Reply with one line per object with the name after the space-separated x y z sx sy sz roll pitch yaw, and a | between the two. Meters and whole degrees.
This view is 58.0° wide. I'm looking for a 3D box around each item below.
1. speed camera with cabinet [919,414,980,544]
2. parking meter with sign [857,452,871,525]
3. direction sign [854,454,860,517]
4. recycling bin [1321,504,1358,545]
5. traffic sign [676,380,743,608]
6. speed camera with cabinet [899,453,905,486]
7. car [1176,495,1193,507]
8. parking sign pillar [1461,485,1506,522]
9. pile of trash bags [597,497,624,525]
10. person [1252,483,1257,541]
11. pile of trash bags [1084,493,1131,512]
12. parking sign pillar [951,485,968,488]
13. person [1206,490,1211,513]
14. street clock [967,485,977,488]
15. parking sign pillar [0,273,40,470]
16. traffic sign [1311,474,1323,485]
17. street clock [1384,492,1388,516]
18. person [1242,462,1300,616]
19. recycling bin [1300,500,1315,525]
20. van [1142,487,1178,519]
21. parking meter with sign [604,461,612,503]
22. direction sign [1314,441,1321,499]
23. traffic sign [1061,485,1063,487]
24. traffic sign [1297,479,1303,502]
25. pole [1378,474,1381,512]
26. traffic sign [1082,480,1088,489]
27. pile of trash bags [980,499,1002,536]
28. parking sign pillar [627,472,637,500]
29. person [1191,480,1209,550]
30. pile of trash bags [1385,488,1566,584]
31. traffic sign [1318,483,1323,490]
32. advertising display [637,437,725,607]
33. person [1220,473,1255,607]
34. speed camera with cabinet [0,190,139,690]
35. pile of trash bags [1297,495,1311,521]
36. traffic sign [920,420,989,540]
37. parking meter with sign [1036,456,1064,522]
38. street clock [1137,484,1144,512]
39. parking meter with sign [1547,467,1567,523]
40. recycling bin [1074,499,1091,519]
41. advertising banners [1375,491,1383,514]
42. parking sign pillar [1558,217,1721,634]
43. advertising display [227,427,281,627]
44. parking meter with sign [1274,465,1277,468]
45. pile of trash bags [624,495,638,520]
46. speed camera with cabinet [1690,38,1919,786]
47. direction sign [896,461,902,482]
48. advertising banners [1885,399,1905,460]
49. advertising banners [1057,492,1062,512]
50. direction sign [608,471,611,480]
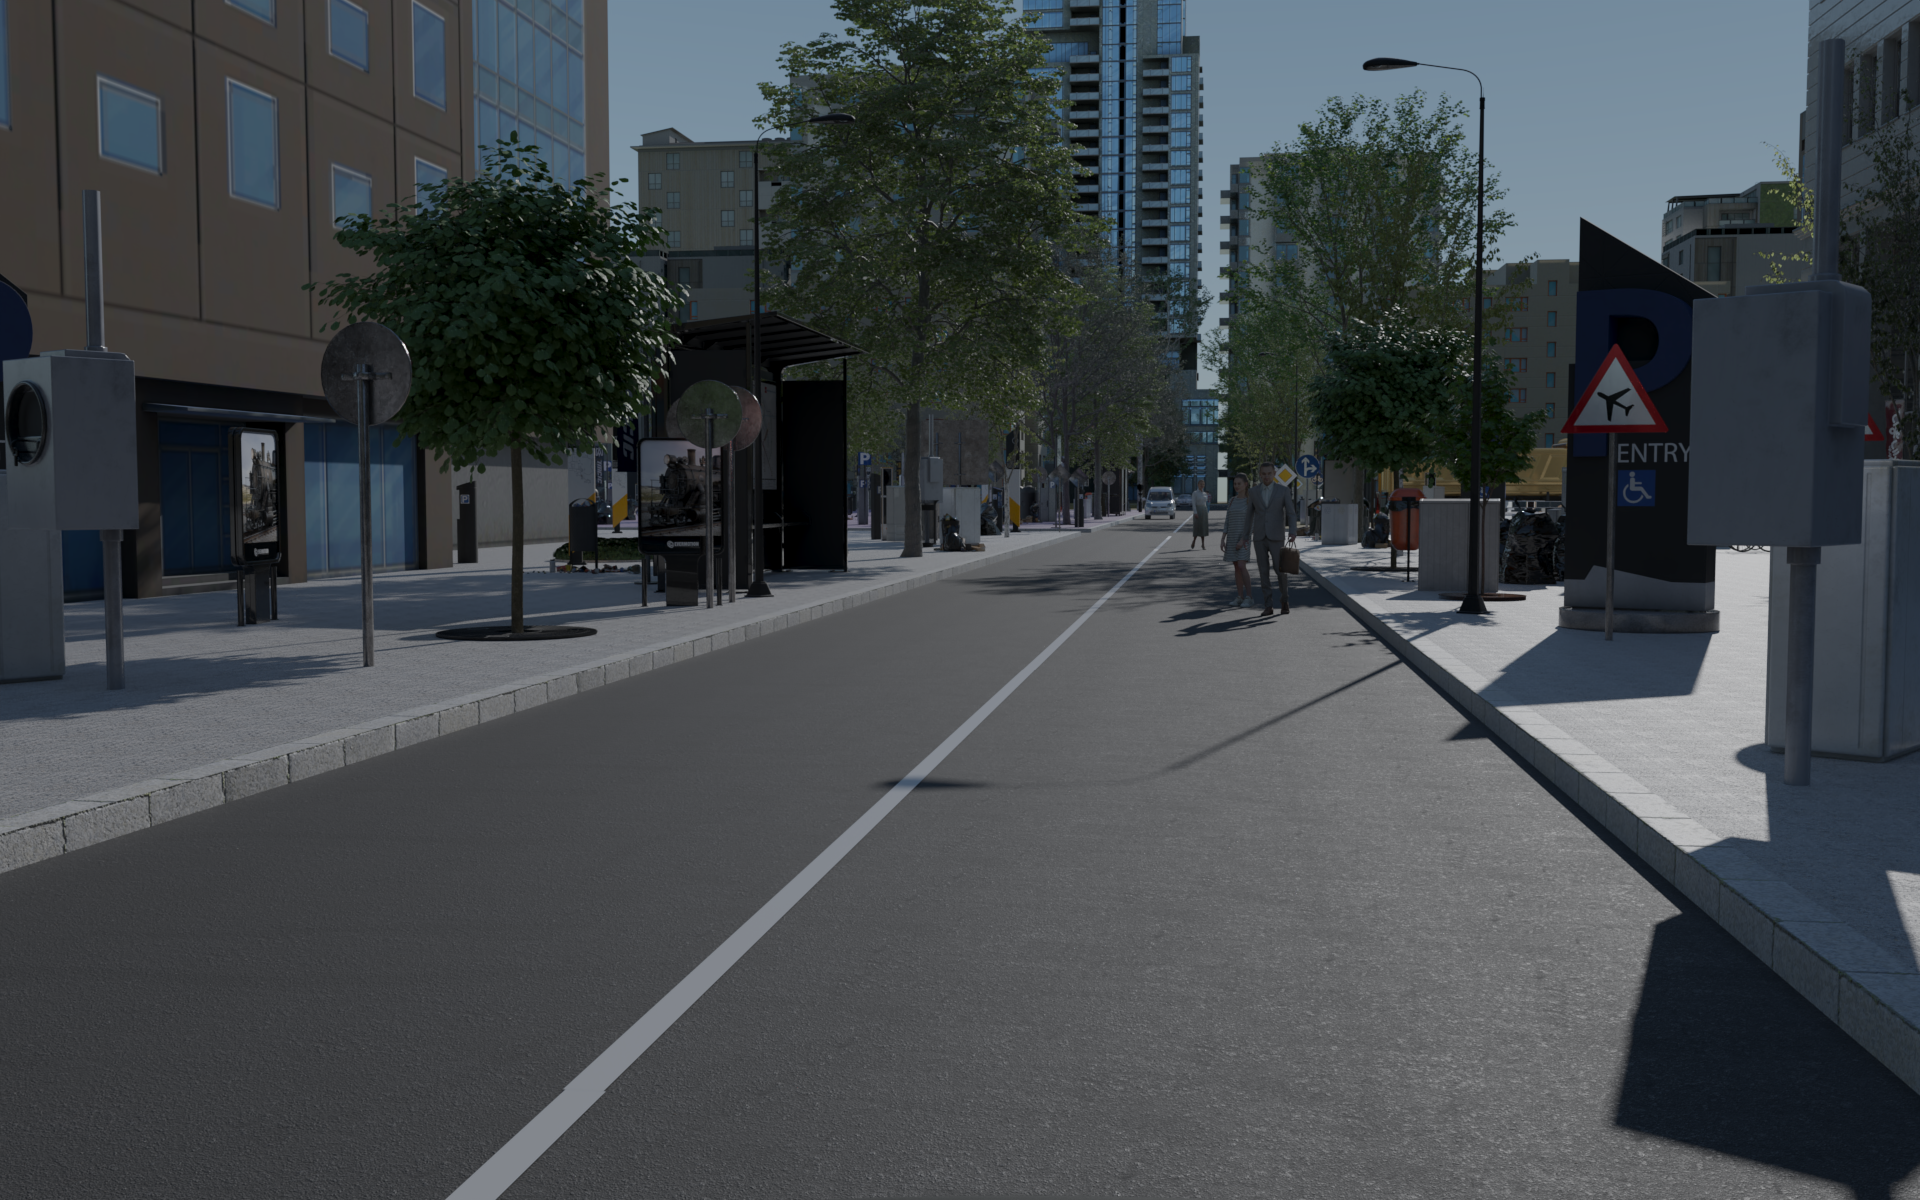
-0.372 -3.019 43.700 0.660 3.252 2.038 3 5 44 | speed camera with cabinet
-4.054 -4.664 72.512 0.543 3.016 1.738 0 4 -8 | parking meter with sign
-5.709 -6.385 96.399 0.379 3.537 0.876 -1 4 -22 | direction sign
9.659 -1.927 44.056 0.722 1.027 0.722 2 4 34 | recycling bin
-2.810 -1.179 19.380 0.768 2.556 0.104 1 4 9 | traffic sign
-2.381 -5.372 82.172 0.660 3.252 2.038 -1 4 -14 | speed camera with cabinet
25.448 -11.214 195.709 2.083 1.381 4.827 1 4 10 | car
15.910 -3.924 52.623 1.447 3.967 1.447 1 4 20 | parking sign pillar
-16.010 -3.795 71.807 1.912 1.369 3.447 3 4 36 | pile of trash bags
9.039 -2.692 52.850 0.599 1.781 0.374 -2 4 -30 | person
10.687 -7.150 126.653 3.447 1.369 1.912 -1 4 -22 | pile of trash bags
0.008 -8.066 120.345 1.447 3.967 1.447 2 4 29 | parking sign pillar
18.509 -7.335 129.269 0.563 1.720 0.643 3 5 43 | person
0.601 -5.045 87.060 0.471 2.002 0.358 3 4 37 | street clock
-8.754 -1.636 15.229 1.447 3.967 1.447 2 4 31 | parking sign pillar
20.793 -6.161 100.832 0.768 2.556 0.104 1 4 9 | traffic sign
24.870 -5.894 100.944 0.358 2.002 0.471 0 4 -2 | street clock
3.674 -0.725 20.468 0.709 1.813 0.853 1 4 19 | person
14.765 -3.690 72.883 0.722 1.027 0.722 0 4 -5 | recycling bin
11.461 -5.633 99.103 2.013 2.044 4.112 1 4 9 | van
-18.231 -5.732 89.975 0.543 3.016 1.738 -1 4 -17 | parking meter with sign
15.199 -4.998 73.722 0.379 3.537 0.876 2 4 29 | direction sign
5.579 -5.805 97.040 0.606 2.300 0.079 1 4 10 | traffic sign
25.496 -7.926 130.767 0.795 2.450 0.064 1 4 9 | traffic sign
25.888 -6.912 106.856 0.158 3.312 0.155 0 3 0 | pole
6.651 -5.617 93.967 0.606 2.300 0.079 1 4 15 | traffic sign
0.041 -2.749 54.690 1.912 1.369 3.447 -1 4 -15 | pile of trash bags
-25.401 -8.970 135.123 1.447 3.967 1.447 0 4 8 | parking sign pillar
6.156 -2.198 44.658 0.478 1.798 0.641 -1 4 -16 | person
7.980 -0.953 25.328 3.447 1.369 1.912 0 4 8 | pile of trash bags
22.103 -6.460 106.812 0.795 2.450 0.064 1 4 14 | traffic sign
-3.187 -0.891 19.788 0.974 1.923 0.123 -1 4 -13 | advertising display
3.596 -0.775 22.174 0.512 1.701 0.522 3 5 44 | person
-6.321 -1.059 11.654 2.038 3.252 0.660 3 4 37 | speed camera with cabinet
15.845 -4.404 81.752 3.447 1.369 1.912 -3 5 -39 | pile of trash bags
-0.326 -3.290 47.670 2.265 3.308 0.079 1 4 14 | traffic sign
4.085 -5.136 80.240 0.543 3.016 1.738 -2 4 -34 | parking meter with sign
12.672 -7.164 121.703 0.358 2.002 0.471 -3 4 -38 | street clock
17.478 -3.234 49.139 0.543 3.016 1.738 -2 4 -32 | parking meter with sign
6.402 -4.781 90.725 0.722 1.027 0.722 1 4 22 | recycling bin
23.339 -6.155 96.825 2.074 3.025 0.090 -3 5 -44 | advertising banners
6.502 -1.714 16.494 1.447 3.967 1.447 2 4 35 | parking sign pillar
-6.979 -0.731 17.163 0.123 1.923 0.974 0 4 -1 | advertising display
18.827 -6.577 103.795 0.543 3.016 1.738 0 4 4 | parking meter with sign
-16.376 -4.569 84.450 3.447 1.369 1.912 2 4 35 | pile of trash bags
4.148 -0.853 8.279 0.660 3.252 2.038 3 5 44 | speed camera with cabinet
-3.917 -7.725 118.302 0.876 3.537 0.379 0 4 -7 | direction sign
17.384 -2.147 31.283 0.090 3.025 2.074 -1 4 -9 | advertising banners
7.033 -7.655 121.345 0.090 3.025 2.074 2 4 24 | advertising banners
-25.635 -8.245 126.804 0.379 3.537 0.876 -1 4 -23 | direction sign
